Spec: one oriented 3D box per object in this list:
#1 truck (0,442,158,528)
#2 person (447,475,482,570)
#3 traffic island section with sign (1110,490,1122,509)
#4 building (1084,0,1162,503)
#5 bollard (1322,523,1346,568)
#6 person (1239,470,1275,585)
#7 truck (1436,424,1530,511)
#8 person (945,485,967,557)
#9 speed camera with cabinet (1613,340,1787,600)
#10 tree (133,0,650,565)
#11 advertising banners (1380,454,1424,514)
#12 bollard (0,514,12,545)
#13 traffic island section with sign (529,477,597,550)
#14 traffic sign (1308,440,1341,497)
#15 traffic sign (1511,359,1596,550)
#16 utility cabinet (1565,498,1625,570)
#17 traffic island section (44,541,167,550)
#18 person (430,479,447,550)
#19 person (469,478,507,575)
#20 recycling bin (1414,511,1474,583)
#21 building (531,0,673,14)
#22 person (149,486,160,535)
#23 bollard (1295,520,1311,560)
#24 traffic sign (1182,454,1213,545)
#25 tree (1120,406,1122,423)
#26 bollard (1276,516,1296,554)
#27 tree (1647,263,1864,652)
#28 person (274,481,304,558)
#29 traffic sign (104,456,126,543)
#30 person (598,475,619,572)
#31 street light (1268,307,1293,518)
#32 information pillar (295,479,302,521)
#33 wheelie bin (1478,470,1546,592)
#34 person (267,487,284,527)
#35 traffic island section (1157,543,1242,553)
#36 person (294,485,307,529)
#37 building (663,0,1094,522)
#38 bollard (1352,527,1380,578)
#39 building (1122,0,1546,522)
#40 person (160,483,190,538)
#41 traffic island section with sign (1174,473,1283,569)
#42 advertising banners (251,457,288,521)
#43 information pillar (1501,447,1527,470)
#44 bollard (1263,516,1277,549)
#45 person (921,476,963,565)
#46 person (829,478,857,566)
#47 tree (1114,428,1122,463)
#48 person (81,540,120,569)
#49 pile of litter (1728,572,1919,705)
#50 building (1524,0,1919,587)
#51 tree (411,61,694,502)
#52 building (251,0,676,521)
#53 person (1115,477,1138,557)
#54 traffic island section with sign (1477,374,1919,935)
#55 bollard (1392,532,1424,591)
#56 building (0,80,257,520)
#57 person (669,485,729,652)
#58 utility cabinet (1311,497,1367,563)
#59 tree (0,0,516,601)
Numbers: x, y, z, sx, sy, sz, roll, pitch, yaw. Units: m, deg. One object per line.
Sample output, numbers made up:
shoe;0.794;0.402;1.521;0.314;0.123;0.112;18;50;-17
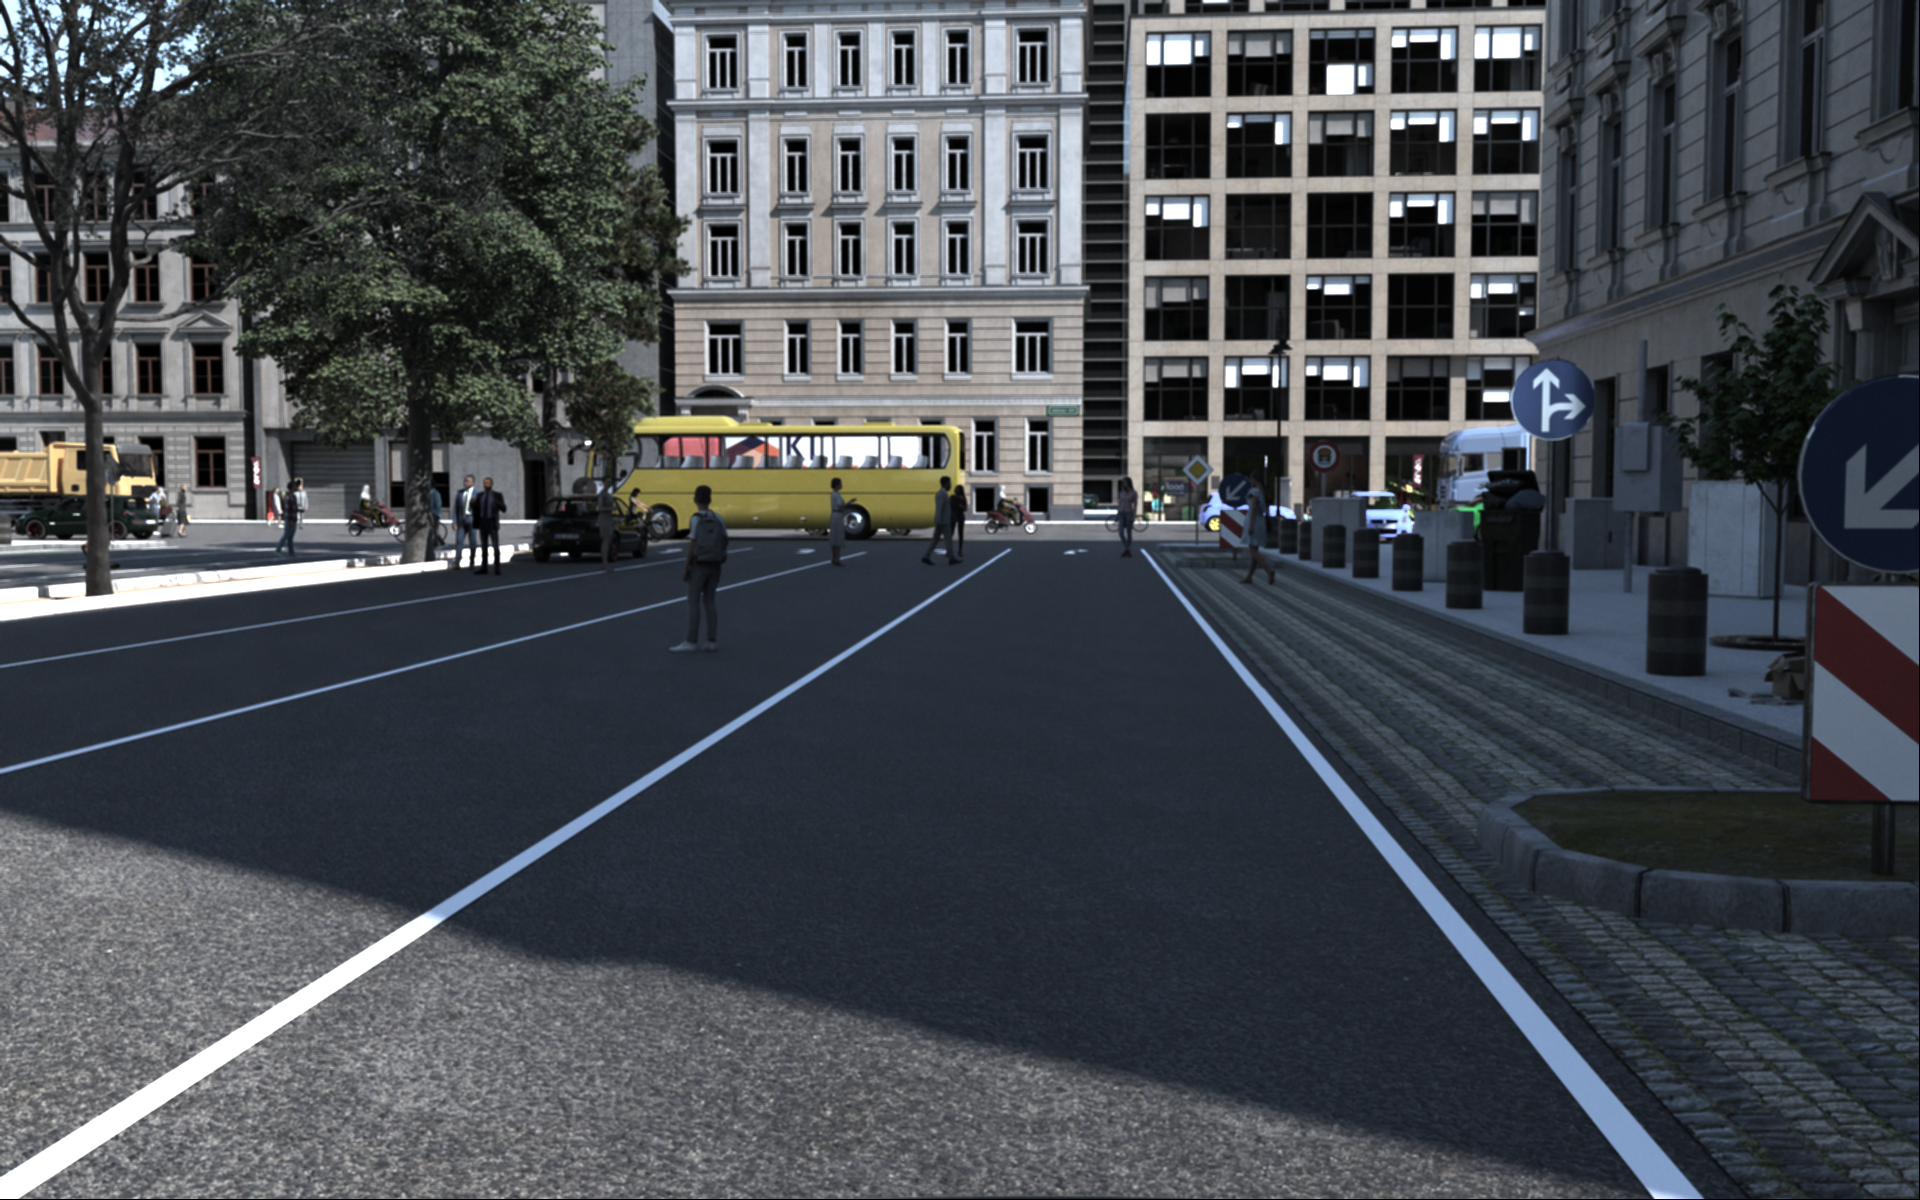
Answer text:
truck;-34.777;-4.259;65.563;9.791;3.379;3.469;0;4;5
person;-9.384;-1.485;32.969;0.721;1.800;0.419;0;4;-3
traffic island section with sign;17.742;-11.253;192.612;1.989;1.847;2.006;0;4;4
building;27.445;-49.488;247.375;20.611;71.187;20.563;0;4;4
bollard;6.517;-0.945;30.166;0.404;0.777;0.398;0;3;0
person;4.755;-1.154;27.466;0.616;1.811;0.778;-3;4;-37
truck;27.205;-4.672;66.149;18.799;4.110;2.967;0;4;3
person;-0.096;-1.818;39.689;0.593;1.643;0.415;-3;5;-43
speed camera with cabinet;9.333;-1.685;21.885;0.660;3.252;2.038;-3;4;-37
tree;-10.570;-7.604;33.435;9.857;13.997;8.962;0;3;0
advertising banners;19.186;-4.841;75.343;2.074;3.025;0.090;0;4;-6
bollard;-24.211;-1.778;43.794;0.404;0.777;0.398;0;3;0
traffic island section with sign;-9.962;-2.263;45.144;2.006;1.907;1.989;0;4;4
traffic sign;8.622;-2.504;41.046;0.768;2.556;0.104;0;4;7
traffic sign;5.602;-0.999;16.435;0.768;2.556;0.104;1;4;11
utility cabinet;10.839;-1.124;29.535;1.020;1.237;0.306;-1;4;-15
traffic island section;-22.461;-1.444;45.890;2.009;0.180;2.903;0;4;4
person;-13.524;-2.213;44.696;0.620;1.820;0.660;0;4;1
person;-8.378;-1.308;30.702;0.655;1.722;0.431;1;4;14
recycling bin;7.098;-0.787;25.423;0.722;1.027;0.722;2;4;29
building;-27.450;-30.560;149.770;14.600;45.320;14.200;0;4;4
person;-28.535;-3.190;61.376;0.376;1.734;0.841;-1;4;-17
bollard;6.798;-1.162;33.721;0.404;0.777;0.398;0;3;0
traffic sign;5.968;-2.442;43.576;0.795;2.450;0.064;0;4;4
tree;16.586;-13.160;140.923;9.928;11.665;9.643;0;3;0
bollard;7.080;-1.380;37.280;0.404;0.777;0.398;0;3;0
tree;6.962;-1.225;14.627;1.663;3.219;1.824;0;3;0
person;-15.137;-1.818;39.067;0.643;1.720;0.563;-1;4;-14
traffic sign;-22.437;-2.580;45.827;0.795;2.450;0.064;0;4;4
person;-6.529;-1.424;32.119;0.374;1.781;0.599;0;4;3
street light;7.927;-4.296;43.021;0.468;5.910;1.993;0;4;4
information pillar;-31.255;-4.734;81.885;0.304;2.012;0.304;-2;4;-26
wheelie bin;7.320;-0.922;22.980;0.980;1.594;0.693;3;5;43
person;-29.425;-3.989;74.478;0.466;1.731;0.760;2;4;28
traffic island section;5.992;-1.307;43.652;2.009;0.180;2.903;0;4;4
person;-27.002;-3.803;70.781;0.635;1.810;0.391;-3;5;-40
building;-3.413;-18.418;87.045;20.117;28.700;13.634;0;4;4
bollard;6.236;-0.727;26.601;0.404;0.777;0.398;0;3;0
building;25.525;-17.358;88.315;34.151;26.468;19.350;0;4;4
person;-25.660;-2.932;56.660;0.699;1.804;1.509;1;4;12
traffic island section with sign;5.225;-1.546;33.899;1.989;1.847;2.006;0;4;4
advertising banners;-32.739;-5.263;82.238;0.090;3.025;2.074;2;4;32
information pillar;8.733;-1.398;27.345;0.304;2.012;0.304;3;4;38
bollard;7.361;-1.598;40.836;0.404;0.777;0.398;0;3;0
person;-0.365;-1.609;35.081;0.850;1.792;0.678;-1;4;-9
person;-2.367;-1.565;34.656;0.524;1.755;0.480;-1;4;-22
tree;19.715;-15.985;183.404;6.751;12.117;7.091;0;3;0
person;-16.445;-0.988;32.939;0.655;0.850;0.859;3;4;38
pile of litter;5.667;0.187;10.915;1.719;0.858;1.176;0;4;2
building;18.970;-14.641;15.789;17.030;29.872;44.131;0;4;4
tree;-9.988;-7.192;42.103;6.751;12.117;7.091;0;3;0
building;-23.847;-16.558;88.739;19.932;24.808;12.078;0;4;4
person;3.785;-1.899;39.562;0.555;1.821;0.388;2;4;28
traffic island section with sign;3.073;0.128;6.530;1.989;1.847;2.006;0;4;4
bollard;5.958;-0.509;23.045;0.404;0.777;0.398;0;3;0
building;-44.365;-15.521;89.921;21.152;22.565;11.583;0;4;4
person;-2.358;-0.288;15.800;0.523;1.515;0.503;0;4;8
utility cabinet;7.107;-1.307;32.531;1.020;1.237;0.306;3;5;40
tree;-11.418;-6.706;22.469;12.009;13.543;11.850;0;3;0
